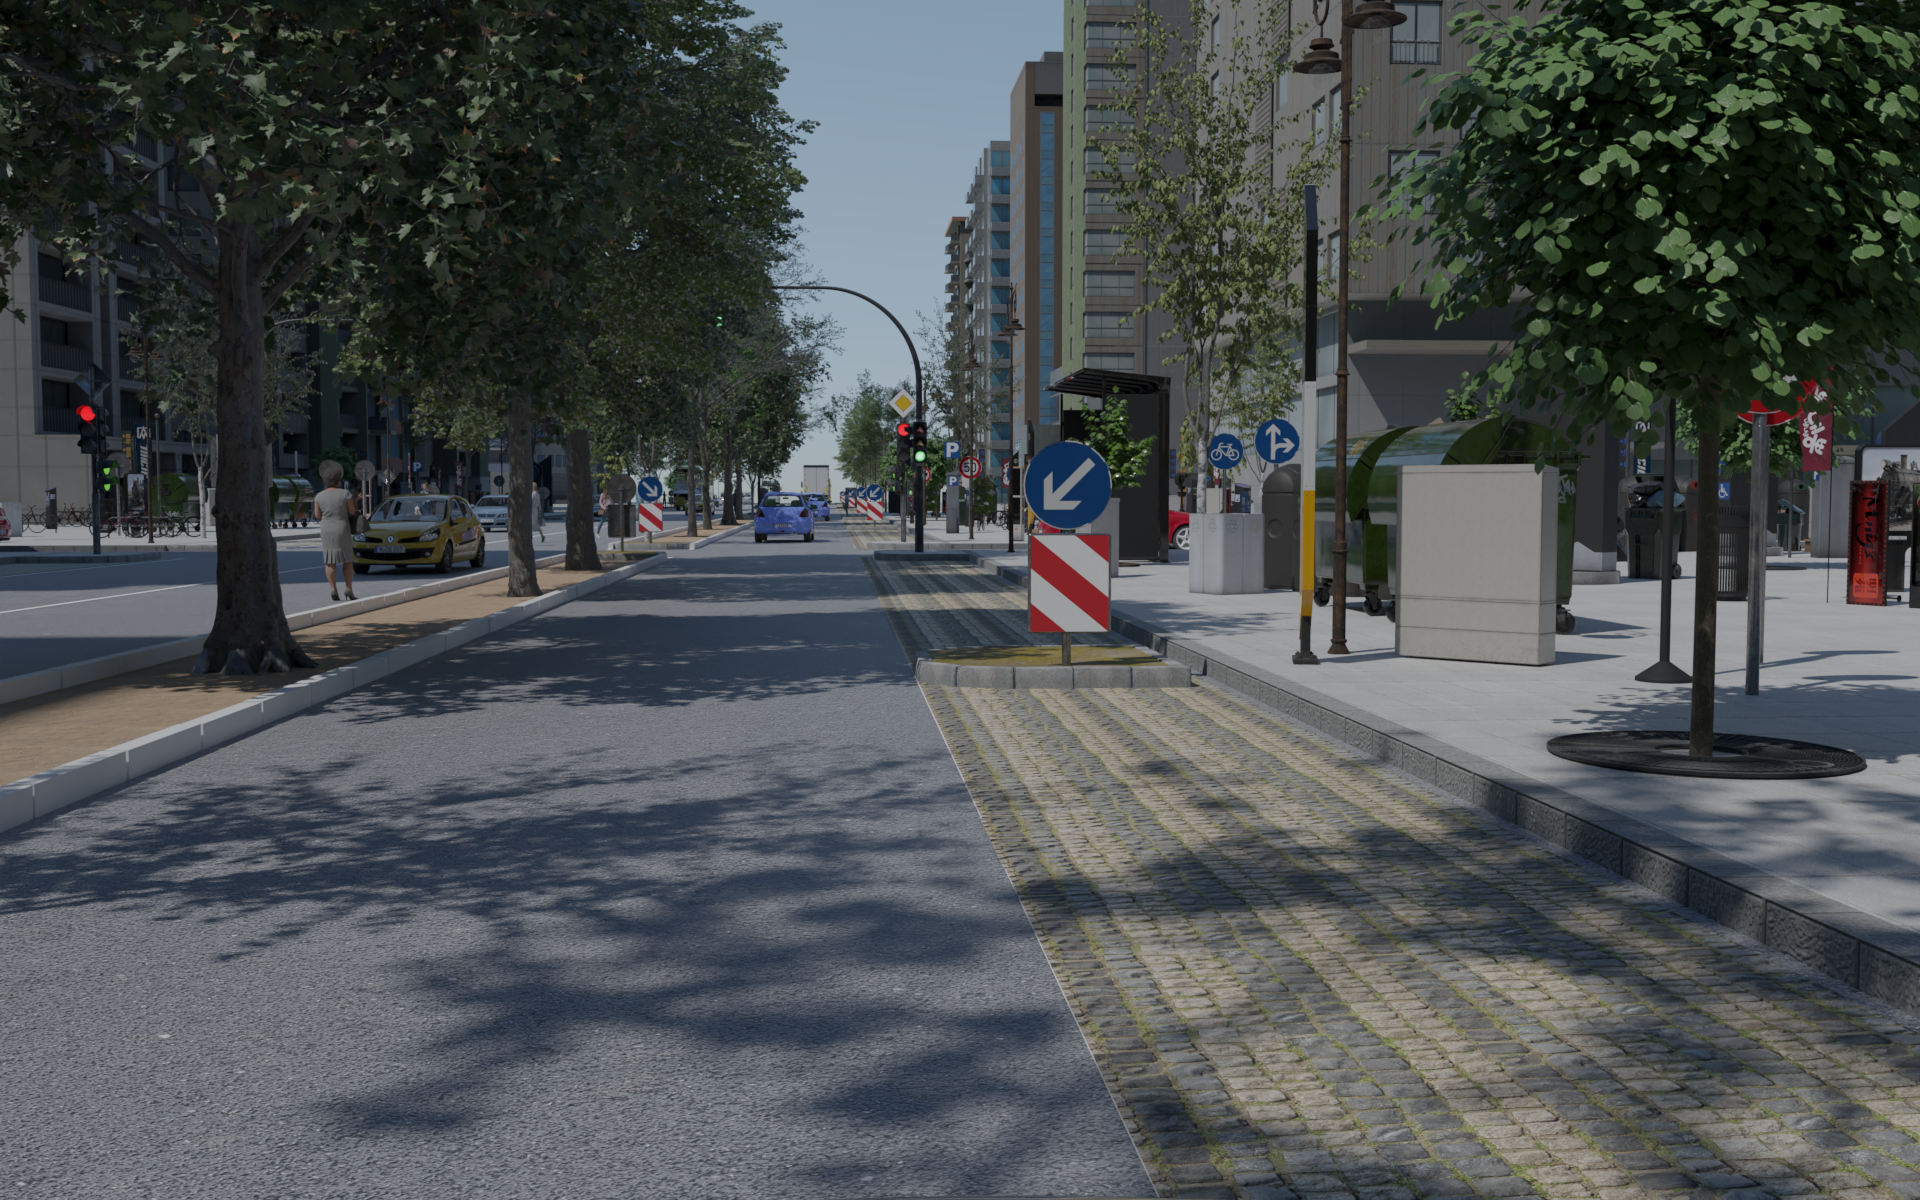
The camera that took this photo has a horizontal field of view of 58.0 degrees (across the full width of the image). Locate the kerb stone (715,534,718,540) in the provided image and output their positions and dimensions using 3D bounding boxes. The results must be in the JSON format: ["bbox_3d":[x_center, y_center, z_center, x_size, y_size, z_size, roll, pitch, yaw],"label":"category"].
[{"bbox_3d":[-7.527,-1.863,52.657,0.120,0.150,1.000,0,4,-4],"label":"kerb stone"}]

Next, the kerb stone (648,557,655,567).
[{"bbox_3d":[-6.111,-0.706,33.736,0.120,0.150,1.000,0,4,-4],"label":"kerb stone"}]

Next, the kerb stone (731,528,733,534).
[{"bbox_3d":[-8.143,-2.360,60.836,0.120,0.150,1.000,0,4,-4],"label":"kerb stone"}]

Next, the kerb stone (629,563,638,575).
[{"bbox_3d":[-5.872,-0.518,30.667,0.120,0.150,1.000,0,4,-4],"label":"kerb stone"}]

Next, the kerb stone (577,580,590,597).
[{"bbox_3d":[-5.405,-0.143,24.530,0.120,0.150,1.000,0,4,-4],"label":"kerb stone"}]

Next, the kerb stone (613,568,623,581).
[{"bbox_3d":[-5.727,-0.393,28.621,0.120,0.150,1.000,0,4,-4],"label":"kerb stone"}]

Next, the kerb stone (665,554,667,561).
[{"bbox_3d":[-6.332,-0.894,36.808,0.120,0.150,1.000,0,4,-4],"label":"kerb stone"}]

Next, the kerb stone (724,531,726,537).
[{"bbox_3d":[-7.827,-2.113,56.747,0.120,0.150,1.000,0,4,-4],"label":"kerb stone"}]

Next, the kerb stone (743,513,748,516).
[{"bbox_3d":[-14.528,-5.857,117.950,0.120,0.150,1.000,0,4,-4],"label":"kerb stone"}]

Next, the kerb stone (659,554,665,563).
[{"bbox_3d":[-6.260,-0.828,35.787,0.120,0.150,1.000,0,4,-4],"label":"kerb stone"}]

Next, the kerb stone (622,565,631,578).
[{"bbox_3d":[-5.793,-0.455,29.641,0.120,0.150,1.000,0,4,-4],"label":"kerb stone"}]

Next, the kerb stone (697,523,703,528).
[{"bbox_3d":[-11.386,-3.290,76.003,0.120,0.150,1.000,0,4,-4],"label":"kerb stone"}]

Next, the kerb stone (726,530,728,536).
[{"bbox_3d":[-7.910,-2.172,57.770,0.120,0.150,1.000,0,4,-4],"label":"kerb stone"}]

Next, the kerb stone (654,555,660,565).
[{"bbox_3d":[-6.180,-0.769,34.767,0.120,0.150,1.000,0,4,-4],"label":"kerb stone"}]

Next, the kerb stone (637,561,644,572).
[{"bbox_3d":[-5.947,-0.576,31.687,0.120,0.150,1.000,0,4,-4],"label":"kerb stone"}]

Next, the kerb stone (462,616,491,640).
[{"bbox_3d":[-4.886,0.296,17.356,0.120,0.150,1.000,0,4,-4],"label":"kerb stone"}]

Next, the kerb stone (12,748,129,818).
[{"bbox_3d":[-4.186,0.859,8.147,0.120,0.150,1.000,0,4,-4],"label":"kerb stone"}]

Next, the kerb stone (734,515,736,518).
[{"bbox_3d":[-13.690,-5.167,106.700,0.120,0.150,1.000,0,4,-4],"label":"kerb stone"}]

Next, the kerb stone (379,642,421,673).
[{"bbox_3d":[-4.644,0.485,14.287,0.120,0.150,1.000,0,4,-4],"label":"kerb stone"}]

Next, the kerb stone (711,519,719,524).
[{"bbox_3d":[-12.083,-3.852,85.221,0.120,0.150,1.000,0,4,-4],"label":"kerb stone"}]

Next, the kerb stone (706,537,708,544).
[{"bbox_3d":[-7.220,-1.612,48.558,0.120,0.150,1.000,0,4,-4],"label":"kerb stone"}]

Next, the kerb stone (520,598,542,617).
[{"bbox_3d":[-5.106,0.109,20.431,0.120,0.150,1.000,0,4,-4],"label":"kerb stone"}]

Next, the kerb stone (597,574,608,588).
[{"bbox_3d":[-5.570,-0.267,26.577,0.120,0.150,1.000,0,4,-4],"label":"kerb stone"}]

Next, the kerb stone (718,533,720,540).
[{"bbox_3d":[-7.609,-1.925,53.675,0.120,0.150,1.000,0,4,-4],"label":"kerb stone"}]

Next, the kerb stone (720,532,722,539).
[{"bbox_3d":[-7.679,-1.988,54.698,0.120,0.150,1.000,0,4,-4],"label":"kerb stone"}]

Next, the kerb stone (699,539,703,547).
[{"bbox_3d":[-7.060,-1.485,46.510,0.120,0.150,1.000,0,4,-4],"label":"kerb stone"}]

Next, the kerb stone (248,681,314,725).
[{"bbox_3d":[-4.414,0.671,11.221,0.120,0.150,1.000,0,4,-4],"label":"kerb stone"}]

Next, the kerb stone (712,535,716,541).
[{"bbox_3d":[-7.438,-1.801,51.634,0.120,0.150,1.000,0,4,-4],"label":"kerb stone"}]

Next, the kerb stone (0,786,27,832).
[{"bbox_3d":[-4.107,0.922,7.128,0.120,0.150,1.000,0,4,-4],"label":"kerb stone"}]

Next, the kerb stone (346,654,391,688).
[{"bbox_3d":[-4.567,0.551,13.268,0.120,0.150,1.000,0,4,-4],"label":"kerb stone"}]

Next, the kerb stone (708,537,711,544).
[{"bbox_3d":[-7.303,-1.670,49.583,0.120,0.150,1.000,0,4,-4],"label":"kerb stone"}]

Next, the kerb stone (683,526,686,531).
[{"bbox_3d":[-10.619,-2.664,65.755,0.120,0.150,1.000,0,4,-4],"label":"kerb stone"}]

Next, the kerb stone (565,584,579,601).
[{"bbox_3d":[-5.339,-0.080,23.509,0.120,0.150,1.000,0,4,-4],"label":"kerb stone"}]

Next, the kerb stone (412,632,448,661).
[{"bbox_3d":[-4.726,0.421,15.312,0.120,0.150,1.000,0,4,-4],"label":"kerb stone"}]

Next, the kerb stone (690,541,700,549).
[{"bbox_3d":[-7.000,-1.421,45.490,0.120,0.150,1.000,0,4,-4],"label":"kerb stone"}]

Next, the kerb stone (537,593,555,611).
[{"bbox_3d":[-5.186,0.045,21.462,0.120,0.150,1.000,0,4,-4],"label":"kerb stone"}]

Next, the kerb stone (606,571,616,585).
[{"bbox_3d":[-5.639,-0.328,27.597,0.120,0.150,1.000,0,4,-4],"label":"kerb stone"}]

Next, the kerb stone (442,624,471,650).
[{"bbox_3d":[-4.799,0.363,16.337,0.120,0.150,1.000,0,4,-4],"label":"kerb stone"}]

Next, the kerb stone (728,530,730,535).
[{"bbox_3d":[-7.984,-2.237,58.790,0.120,0.150,1.000,0,4,-4],"label":"kerb stone"}]

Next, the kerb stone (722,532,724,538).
[{"bbox_3d":[-7.759,-2.049,55.722,0.120,0.150,1.000,0,4,-4],"label":"kerb stone"}]

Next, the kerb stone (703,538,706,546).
[{"bbox_3d":[-7.138,-1.550,47.540,0.120,0.150,1.000,0,4,-4],"label":"kerb stone"}]

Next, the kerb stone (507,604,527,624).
[{"bbox_3d":[-5.031,0.176,19.411,0.120,0.150,1.000,0,4,-4],"label":"kerb stone"}]

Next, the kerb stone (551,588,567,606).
[{"bbox_3d":[-5.269,-0.018,22.487,0.120,0.150,1.000,0,4,-4],"label":"kerb stone"}]

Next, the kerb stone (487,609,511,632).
[{"bbox_3d":[-4.951,0.236,18.392,0.120,0.150,1.000,0,4,-4],"label":"kerb stone"}]

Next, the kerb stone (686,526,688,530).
[{"bbox_3d":[-10.697,-2.727,66.774,0.120,0.150,1.000,0,4,-4],"label":"kerb stone"}]

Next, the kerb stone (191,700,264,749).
[{"bbox_3d":[-4.337,0.738,10.197,0.120,0.150,1.000,0,4,-4],"label":"kerb stone"}]

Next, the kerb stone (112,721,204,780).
[{"bbox_3d":[-4.261,0.797,9.170,0.120,0.150,1.000,0,4,-4],"label":"kerb stone"}]

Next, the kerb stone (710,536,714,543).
[{"bbox_3d":[-7.368,-1.737,50.606,0.120,0.150,1.000,0,4,-4],"label":"kerb stone"}]

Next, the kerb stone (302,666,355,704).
[{"bbox_3d":[-4.493,0.609,12.241,0.120,0.150,1.000,0,4,-4],"label":"kerb stone"}]

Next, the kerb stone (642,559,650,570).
[{"bbox_3d":[-6.020,-0.640,32.707,0.120,0.150,1.000,0,4,-4],"label":"kerb stone"}]

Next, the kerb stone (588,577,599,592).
[{"bbox_3d":[-5.492,-0.203,25.555,0.120,0.150,1.000,0,4,-4],"label":"kerb stone"}]

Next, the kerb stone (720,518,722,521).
[{"bbox_3d":[-12.232,-3.979,87.259,0.120,0.150,1.000,0,4,-4],"label":"kerb stone"}]
